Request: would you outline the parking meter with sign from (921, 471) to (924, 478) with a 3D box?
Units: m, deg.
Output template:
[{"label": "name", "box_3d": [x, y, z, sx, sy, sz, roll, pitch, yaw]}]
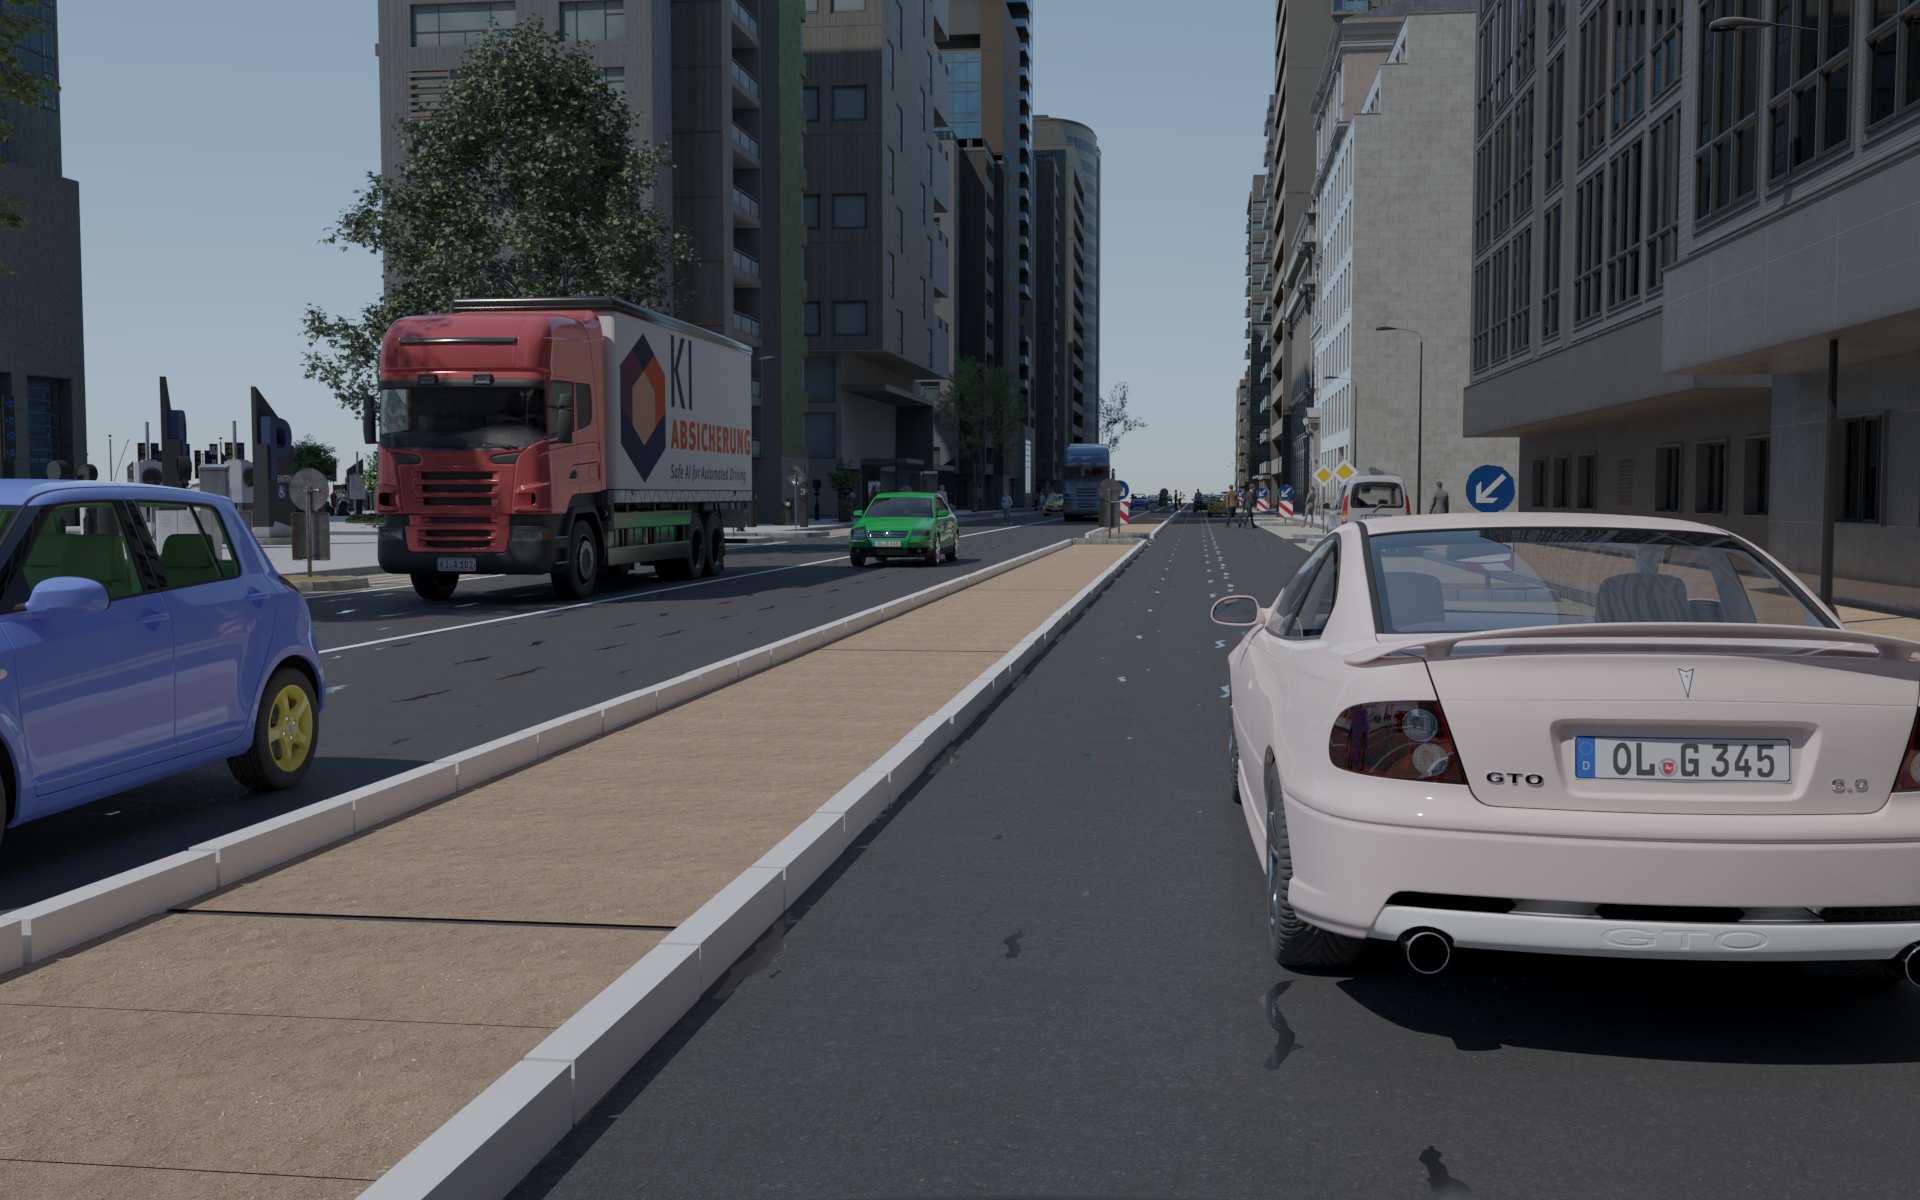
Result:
[{"label": "parking meter with sign", "box_3d": [-3.315, -8.178, 129.975, 0.543, 3.016, 1.738, 1, 4, 22]}]

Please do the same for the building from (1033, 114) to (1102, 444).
[{"label": "building", "box_3d": [10.489, -44.479, 269.224, 21.231, 58.520, 28.212, 0, 4, 8]}]

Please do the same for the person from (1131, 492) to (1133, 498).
[{"label": "person", "box_3d": [28.632, -17.027, 287.804, 0.541, 1.710, 0.530, 0, 4, 6]}]

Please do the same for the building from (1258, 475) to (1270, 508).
[{"label": "building", "box_3d": [44.481, -28.701, 161.149, 32.217, 40.220, 23.993, 0, 4, 8]}]

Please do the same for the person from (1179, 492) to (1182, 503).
[{"label": "person", "box_3d": [26.982, -12.433, 212.500, 0.721, 1.743, 1.217, 0, 4, 1]}]

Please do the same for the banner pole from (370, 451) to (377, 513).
[{"label": "banner pole", "box_3d": [-29.730, -6.031, 88.630, 0.863, 3.779, 0.401, 2, 4, 34]}]

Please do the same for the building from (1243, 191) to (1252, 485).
[{"label": "building", "box_3d": [51.332, -36.029, 243.700, 22.147, 44.769, 28.867, 0, 4, 8]}]

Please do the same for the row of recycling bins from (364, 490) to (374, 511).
[{"label": "row of recycling bins", "box_3d": [-45.742, -7.810, 134.812, 1.069, 1.692, 3.534, 1, 4, 13]}]

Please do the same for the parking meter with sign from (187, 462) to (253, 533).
[{"label": "parking meter with sign", "box_3d": [-19.049, -2.937, 44.273, 1.738, 3.016, 0.543, -1, 4, -14]}]

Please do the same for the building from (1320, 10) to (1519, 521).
[{"label": "building", "box_3d": [22.018, -13.600, 77.107, 10.420, 20.320, 16.860, 0, 4, 8]}]

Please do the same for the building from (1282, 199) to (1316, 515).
[{"label": "building", "box_3d": [29.149, -16.879, 117.775, 13.314, 21.916, 24.055, 0, 4, 8]}]

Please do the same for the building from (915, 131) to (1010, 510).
[{"label": "building", "box_3d": [-3.662, -22.600, 141.218, 14.160, 30.474, 14.107, 0, 4, 8]}]

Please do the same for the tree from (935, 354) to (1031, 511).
[{"label": "tree", "box_3d": [1.691, -12.477, 129.759, 9.928, 11.665, 9.643, 0, 3, 0]}]

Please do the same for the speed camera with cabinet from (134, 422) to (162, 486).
[{"label": "speed camera with cabinet", "box_3d": [-22.616, -3.207, 46.776, 2.038, 3.252, 0.660, -3, 4, -37]}]

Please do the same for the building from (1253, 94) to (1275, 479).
[{"label": "building", "box_3d": [44.408, -34.795, 188.506, 23.786, 49.044, 30.456, 0, 4, 8]}]

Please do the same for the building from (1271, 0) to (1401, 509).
[{"label": "building", "box_3d": [36.397, -31.519, 139.033, 21.300, 48.544, 21.600, 0, 4, 8]}]

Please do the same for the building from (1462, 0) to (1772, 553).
[{"label": "building", "box_3d": [19.030, -14.704, 33.919, 14.314, 27.812, 24.014, 0, 4, 8]}]

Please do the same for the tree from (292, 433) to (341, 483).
[{"label": "tree", "box_3d": [-34.979, -6.680, 92.928, 4.285, 4.588, 4.351, 0, 3, 0]}]

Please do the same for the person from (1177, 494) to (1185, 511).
[{"label": "person", "box_3d": [19.125, -8.426, 149.447, 0.628, 1.438, 0.799, 2, 4, 34]}]

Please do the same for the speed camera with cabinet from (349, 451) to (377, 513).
[{"label": "speed camera with cabinet", "box_3d": [-27.331, -5.280, 80.660, 2.038, 3.252, 0.660, -1, 4, -23]}]

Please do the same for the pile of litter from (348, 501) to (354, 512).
[{"label": "pile of litter", "box_3d": [-44.728, -6.888, 126.584, 1.719, 0.858, 1.176, 1, 4, 16]}]

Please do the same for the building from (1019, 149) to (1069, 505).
[{"label": "building", "box_3d": [5.041, -31.621, 200.603, 14.154, 41.232, 14.086, 0, 4, 8]}]

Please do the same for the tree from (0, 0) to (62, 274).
[{"label": "tree", "box_3d": [-13.659, -6.108, 17.999, 7.486, 12.596, 7.792, 0, 3, 0]}]

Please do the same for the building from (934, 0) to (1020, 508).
[{"label": "building", "box_3d": [-2.269, -30.905, 155.409, 14.600, 45.320, 14.200, 0, 4, 8]}]

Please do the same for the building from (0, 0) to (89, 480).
[{"label": "building", "box_3d": [-56.015, -46.657, 75.512, 31.000, 86.520, 22.319, 0, 4, 8]}]

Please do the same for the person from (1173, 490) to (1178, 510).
[{"label": "person", "box_3d": [19.088, -8.863, 153.415, 0.705, 1.823, 1.348, 0, 4, -6]}]

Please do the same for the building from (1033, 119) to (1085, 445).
[{"label": "building", "box_3d": [5.032, -37.004, 228.709, 21.300, 48.544, 21.600, 0, 4, 8]}]

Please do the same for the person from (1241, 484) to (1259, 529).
[{"label": "person", "box_3d": [12.025, -3.867, 71.500, 0.755, 1.850, 0.659, 0, 4, -4]}]

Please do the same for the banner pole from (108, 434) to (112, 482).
[{"label": "banner pole", "box_3d": [-35.523, -5.043, 72.471, 0.401, 3.779, 0.863, -2, 4, -24]}]

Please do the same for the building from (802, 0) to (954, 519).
[{"label": "building", "box_3d": [-15.438, -31.344, 101.707, 28.713, 52.752, 27.495, 0, 4, 8]}]

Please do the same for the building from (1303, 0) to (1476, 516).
[{"label": "building", "box_3d": [26.414, -18.903, 94.968, 13.634, 28.700, 20.117, 0, 4, 8]}]

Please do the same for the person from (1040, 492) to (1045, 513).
[{"label": "person", "box_3d": [6.088, -7.231, 128.542, 0.330, 1.601, 0.589, -2, 4, -28]}]

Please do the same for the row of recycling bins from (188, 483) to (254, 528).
[{"label": "row of recycling bins", "box_3d": [-27.608, -3.610, 66.133, 3.534, 1.692, 1.069, -3, 5, -40]}]

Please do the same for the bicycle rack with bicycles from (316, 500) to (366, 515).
[{"label": "bicycle rack with bicycles", "box_3d": [-37.915, -5.700, 106.575, 2.925, 0.926, 2.852, 0, 4, 5]}]

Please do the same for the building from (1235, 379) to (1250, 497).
[{"label": "building", "box_3d": [57.655, -26.153, 272.644, 27.650, 21.520, 28.899, 0, 4, 8]}]

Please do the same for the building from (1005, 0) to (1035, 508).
[{"label": "building", "box_3d": [-2.841, -52.900, 177.587, 22.319, 86.520, 31.000, 0, 4, 8]}]

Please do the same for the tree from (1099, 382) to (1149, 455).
[{"label": "tree", "box_3d": [25.311, -26.589, 290.618, 12.611, 20.169, 13.585, 0, 3, 0]}]

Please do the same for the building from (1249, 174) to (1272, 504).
[{"label": "building", "box_3d": [44.452, -32.994, 223.042, 14.154, 41.232, 14.086, 0, 4, 8]}]

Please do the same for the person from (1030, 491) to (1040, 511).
[{"label": "person", "box_3d": [6.419, -8.461, 147.539, 0.721, 1.736, 1.217, -3, 5, -41]}]

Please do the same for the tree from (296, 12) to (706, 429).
[{"label": "tree", "box_3d": [-10.500, -7.639, 41.901, 9.611, 12.733, 9.660, 0, 3, 0]}]

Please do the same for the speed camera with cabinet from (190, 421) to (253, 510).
[{"label": "speed camera with cabinet", "box_3d": [-19.531, -3.160, 45.999, 0.660, 3.252, 2.038, 1, 4, 15]}]

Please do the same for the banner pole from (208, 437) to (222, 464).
[{"label": "banner pole", "box_3d": [-32.436, -5.237, 75.648, 0.401, 3.779, 0.863, 2, 4, 26]}]

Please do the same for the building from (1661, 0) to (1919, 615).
[{"label": "building", "box_3d": [14.047, -11.471, 6.620, 14.314, 24.678, 30.058, 0, 4, 8]}]

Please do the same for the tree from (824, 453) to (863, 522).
[{"label": "tree", "box_3d": [-5.621, -5.301, 81.280, 1.663, 3.219, 1.824, 0, 3, 0]}]

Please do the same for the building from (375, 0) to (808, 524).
[{"label": "building", "box_3d": [-14.884, -23.816, 72.979, 14.154, 41.232, 14.086, 0, 4, 8]}]

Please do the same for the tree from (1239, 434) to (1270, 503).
[{"label": "tree", "box_3d": [36.420, -16.139, 214.231, 4.360, 8.622, 3.978, 0, 3, 0]}]

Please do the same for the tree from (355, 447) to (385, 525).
[{"label": "tree", "box_3d": [-23.877, -4.670, 70.962, 1.663, 3.219, 1.824, 0, 3, 0]}]

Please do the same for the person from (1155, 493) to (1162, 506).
[{"label": "person", "box_3d": [24.121, -12.215, 208.230, 1.348, 1.821, 0.705, 0, 4, 1]}]
